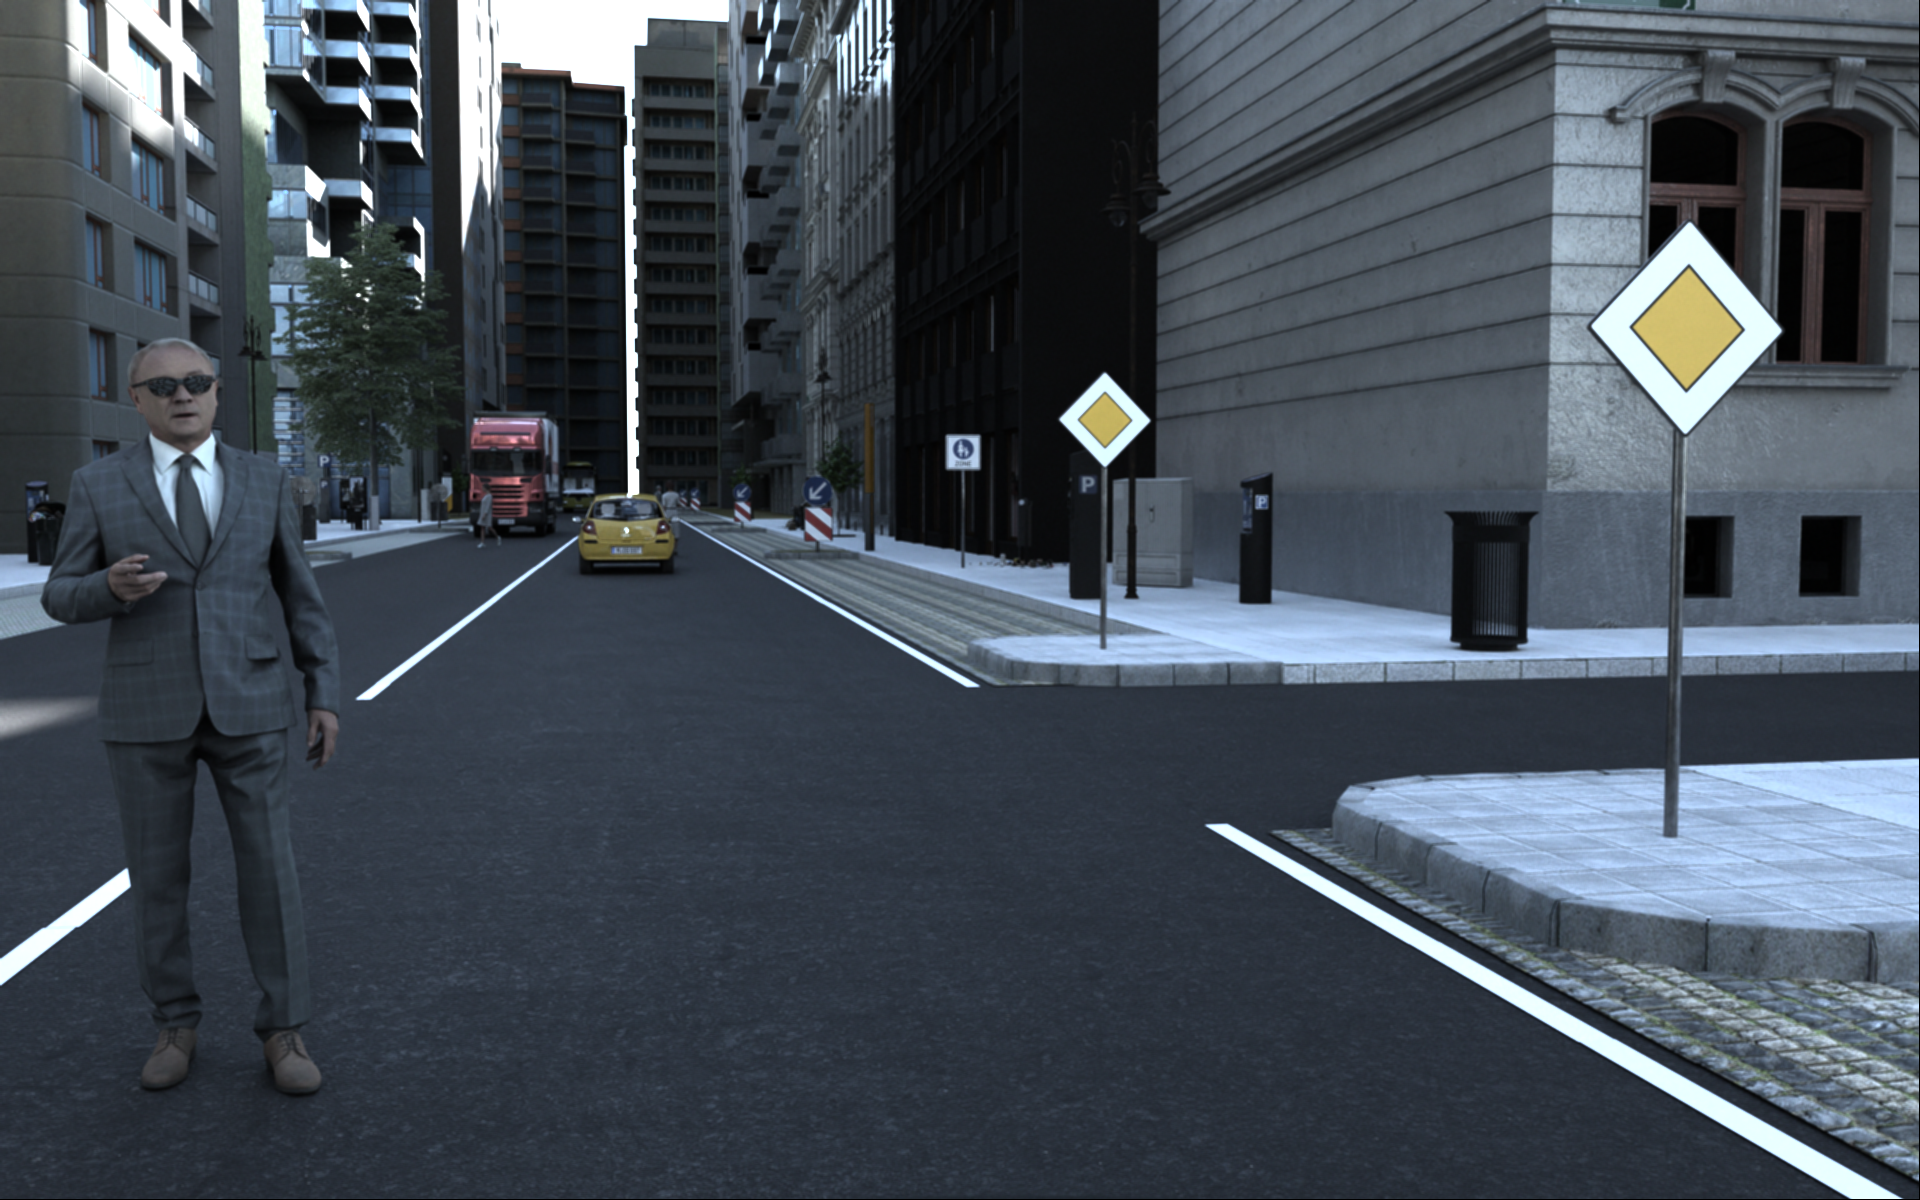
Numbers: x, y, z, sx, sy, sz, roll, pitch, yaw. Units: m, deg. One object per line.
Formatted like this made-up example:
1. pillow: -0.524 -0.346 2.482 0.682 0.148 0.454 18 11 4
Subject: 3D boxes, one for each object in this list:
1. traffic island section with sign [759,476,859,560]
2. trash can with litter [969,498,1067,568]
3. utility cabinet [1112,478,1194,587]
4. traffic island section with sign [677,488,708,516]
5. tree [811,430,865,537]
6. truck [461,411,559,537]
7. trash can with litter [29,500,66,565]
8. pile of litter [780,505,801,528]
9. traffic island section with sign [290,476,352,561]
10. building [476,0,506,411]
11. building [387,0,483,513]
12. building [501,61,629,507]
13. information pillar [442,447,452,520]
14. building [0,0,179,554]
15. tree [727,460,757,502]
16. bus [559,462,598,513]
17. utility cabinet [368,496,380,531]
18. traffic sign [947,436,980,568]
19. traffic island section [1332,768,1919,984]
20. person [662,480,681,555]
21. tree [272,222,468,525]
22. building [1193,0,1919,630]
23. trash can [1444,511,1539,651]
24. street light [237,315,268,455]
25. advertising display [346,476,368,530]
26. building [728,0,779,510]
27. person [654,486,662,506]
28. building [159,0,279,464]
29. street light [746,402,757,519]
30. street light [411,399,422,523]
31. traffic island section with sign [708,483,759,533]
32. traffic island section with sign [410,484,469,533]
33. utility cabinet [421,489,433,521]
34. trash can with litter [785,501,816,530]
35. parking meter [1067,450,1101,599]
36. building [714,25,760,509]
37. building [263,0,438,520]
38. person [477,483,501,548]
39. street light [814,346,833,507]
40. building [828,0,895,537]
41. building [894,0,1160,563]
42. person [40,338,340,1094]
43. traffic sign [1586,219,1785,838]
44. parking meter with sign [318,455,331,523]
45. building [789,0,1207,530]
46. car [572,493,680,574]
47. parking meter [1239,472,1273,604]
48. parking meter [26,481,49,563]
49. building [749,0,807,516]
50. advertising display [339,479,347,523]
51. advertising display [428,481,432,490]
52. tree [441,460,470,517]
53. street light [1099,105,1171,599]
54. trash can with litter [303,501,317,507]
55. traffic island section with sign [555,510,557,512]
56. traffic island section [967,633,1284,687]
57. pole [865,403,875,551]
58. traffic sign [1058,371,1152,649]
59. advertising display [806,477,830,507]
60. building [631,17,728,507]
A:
1. traffic island section with sign: -3.346 -1.829 38.530 1.989 1.847 2.006 -1 4 -11
2. trash can with litter: 1.112 -1.208 30.812 1.678 1.210 2.233 -1 4 -8
3. utility cabinet: 2.667 -0.940 24.049 1.173 1.500 0.318 3 5 43
4. traffic island section with sign: -17.716 -6.504 114.973 1.989 1.847 2.006 -1 4 -11
5. tree: -3.516 -3.517 52.099 1.663 3.219 1.824 0 3 0
6. truck: -15.641 -4.413 61.062 2.839 4.237 11.283 -1 4 -10
7. trash can with litter: -16.497 -1.221 31.345 0.624 1.170 1.055 -2 4 -28
8. pile of litter: -6.191 -3.220 66.611 1.719 0.858 1.176 1 4 22
9. traffic island section with sign: -14.335 -1.773 37.621 1.989 1.847 2.006 -1 4 -11
10. building: -51.860 -33.824 142.256 27.495 52.752 28.713 -1 4 -11
11. building: -41.392 -28.816 121.252 14.600 45.320 14.200 -1 4 -11
12. building: -48.603 -32.010 177.991 28.867 44.769 22.147 -1 4 -11
13. information pillar: -25.386 -5.769 85.679 0.504 3.616 0.183 -3 5 -40
14. building: -31.503 -11.227 28.600 27.650 21.520 28.899 -1 4 -11
15. tree: -12.562 -6.399 99.231 1.663 3.219 1.824 0 3 0
16. bus: -29.621 -8.768 134.898 2.896 3.916 12.252 -1 4 -11
17. utility cabinet: -20.635 -3.045 60.952 0.306 1.237 1.020 -1 4 -23
18. traffic sign: 0.051 -1.705 30.005 0.606 2.300 0.079 -1 4 -9
19. traffic island section: 2.680 0.965 6.506 2.009 0.180 2.903 -1 4 -11
20. person: -6.796 -1.935 40.702 0.480 1.755 0.524 -2 4 -26
21. tree: -24.479 -9.422 72.182 7.486 12.596 7.792 0 3 0
22. building: 15.266 -14.450 23.649 23.554 28.519 14.401 -1 4 -11
23. trash can: 4.375 -0.162 14.301 0.748 1.137 0.748 0 3 0
24. street light: -18.274 -4.409 44.869 0.468 5.910 1.993 -1 4 -11
25. advertising display: -21.418 -3.452 61.647 0.974 1.923 0.123 3 5 39
26. building: -3.961 -33.458 136.270 28.713 52.752 27.495 -1 4 -11
27. person: -12.125 -3.736 69.987 0.834 1.777 0.661 -2 4 -31
28. building: -32.148 -22.917 58.291 14.154 41.232 14.086 -1 4 -11
29. street light: -10.480 -7.005 87.318 0.468 5.910 1.993 -1 4 -11
30. street light: -24.369 -6.429 77.908 0.468 5.910 1.993 -1 4 -11
31. traffic island section with sign: -8.330 -3.451 65.054 1.989 1.847 2.006 -1 4 -11
32. traffic island section with sign: -19.415 -3.426 64.648 1.989 1.847 2.006 -1 4 -11
33. utility cabinet: -25.582 -4.556 83.177 0.318 1.500 1.173 0 4 -5
34. trash can with litter: -5.648 -3.052 61.285 1.055 1.170 0.624 -1 4 -15
35. parking meter: 1.520 -0.945 21.170 0.399 1.863 0.255 -1 4 -9
36. building: -14.974 -28.904 156.175 14.154 41.232 14.086 -1 4 -11
37. building: -41.249 -47.975 97.070 22.319 86.520 31.000 -1 4 -11
38. person: -12.720 -2.288 46.653 0.466 1.731 0.760 2 4 25
39. street light: -4.275 -4.973 54.104 0.468 5.910 1.993 -1 4 -11
40. building: 1.579 -12.717 57.073 9.793 20.994 18.267 -1 4 -11
41. building: 5.719 -12.879 40.250 12.332 23.373 15.834 -1 4 -11
42. person: -1.817 0.277 4.148 0.661 1.801 0.590 -2 4 -29
43. traffic sign: 2.659 -0.170 6.424 0.795 2.450 0.064 -1 4 -11
44. parking meter with sign: -28.217 -4.929 76.854 0.543 3.016 1.738 -1 4 -18
45. building: 0.245 -17.770 77.929 14.401 28.519 23.554 -1 4 -11
46. car: -6.272 -1.366 32.553 2.015 1.641 3.980 -1 4 -11
47. parking meter: 3.475 -0.729 20.332 0.372 1.533 0.369 0 3 0
48. parking meter: -17.251 -1.467 32.404 0.372 1.533 0.369 0 3 0
49. building: -0.757 -29.844 107.557 23.786 49.044 30.456 -1 4 -11
50. advertising display: -27.034 -4.379 76.810 0.123 1.923 0.974 3 5 40
51. advertising display: -25.905 -4.862 84.711 0.123 1.923 0.974 -1 4 -13
52. tree: -28.738 -6.374 98.810 1.663 3.219 1.824 0 3 0
53. street light: 2.109 -2.956 21.123 0.468 5.910 1.993 -1 4 -11
54. trash can with litter: -24.503 -3.278 64.984 0.624 1.170 1.055 -1 4 -16
55. traffic island section with sign: -33.565 -8.027 139.870 1.989 1.847 2.006 -1 4 -11
56. traffic island section: 1.205 0.485 14.354 2.009 0.180 2.903 -1 4 -11
57. pole: -2.038 -2.764 39.029 0.158 3.312 0.155 0 3 0
58. traffic sign: 1.183 -0.650 14.272 0.795 2.450 0.064 -1 4 -11
59. advertising display: -5.321 -3.656 64.985 0.974 1.923 0.123 1 4 23
60. building: -23.435 -34.163 182.259 21.600 48.544 21.300 -1 4 -11
